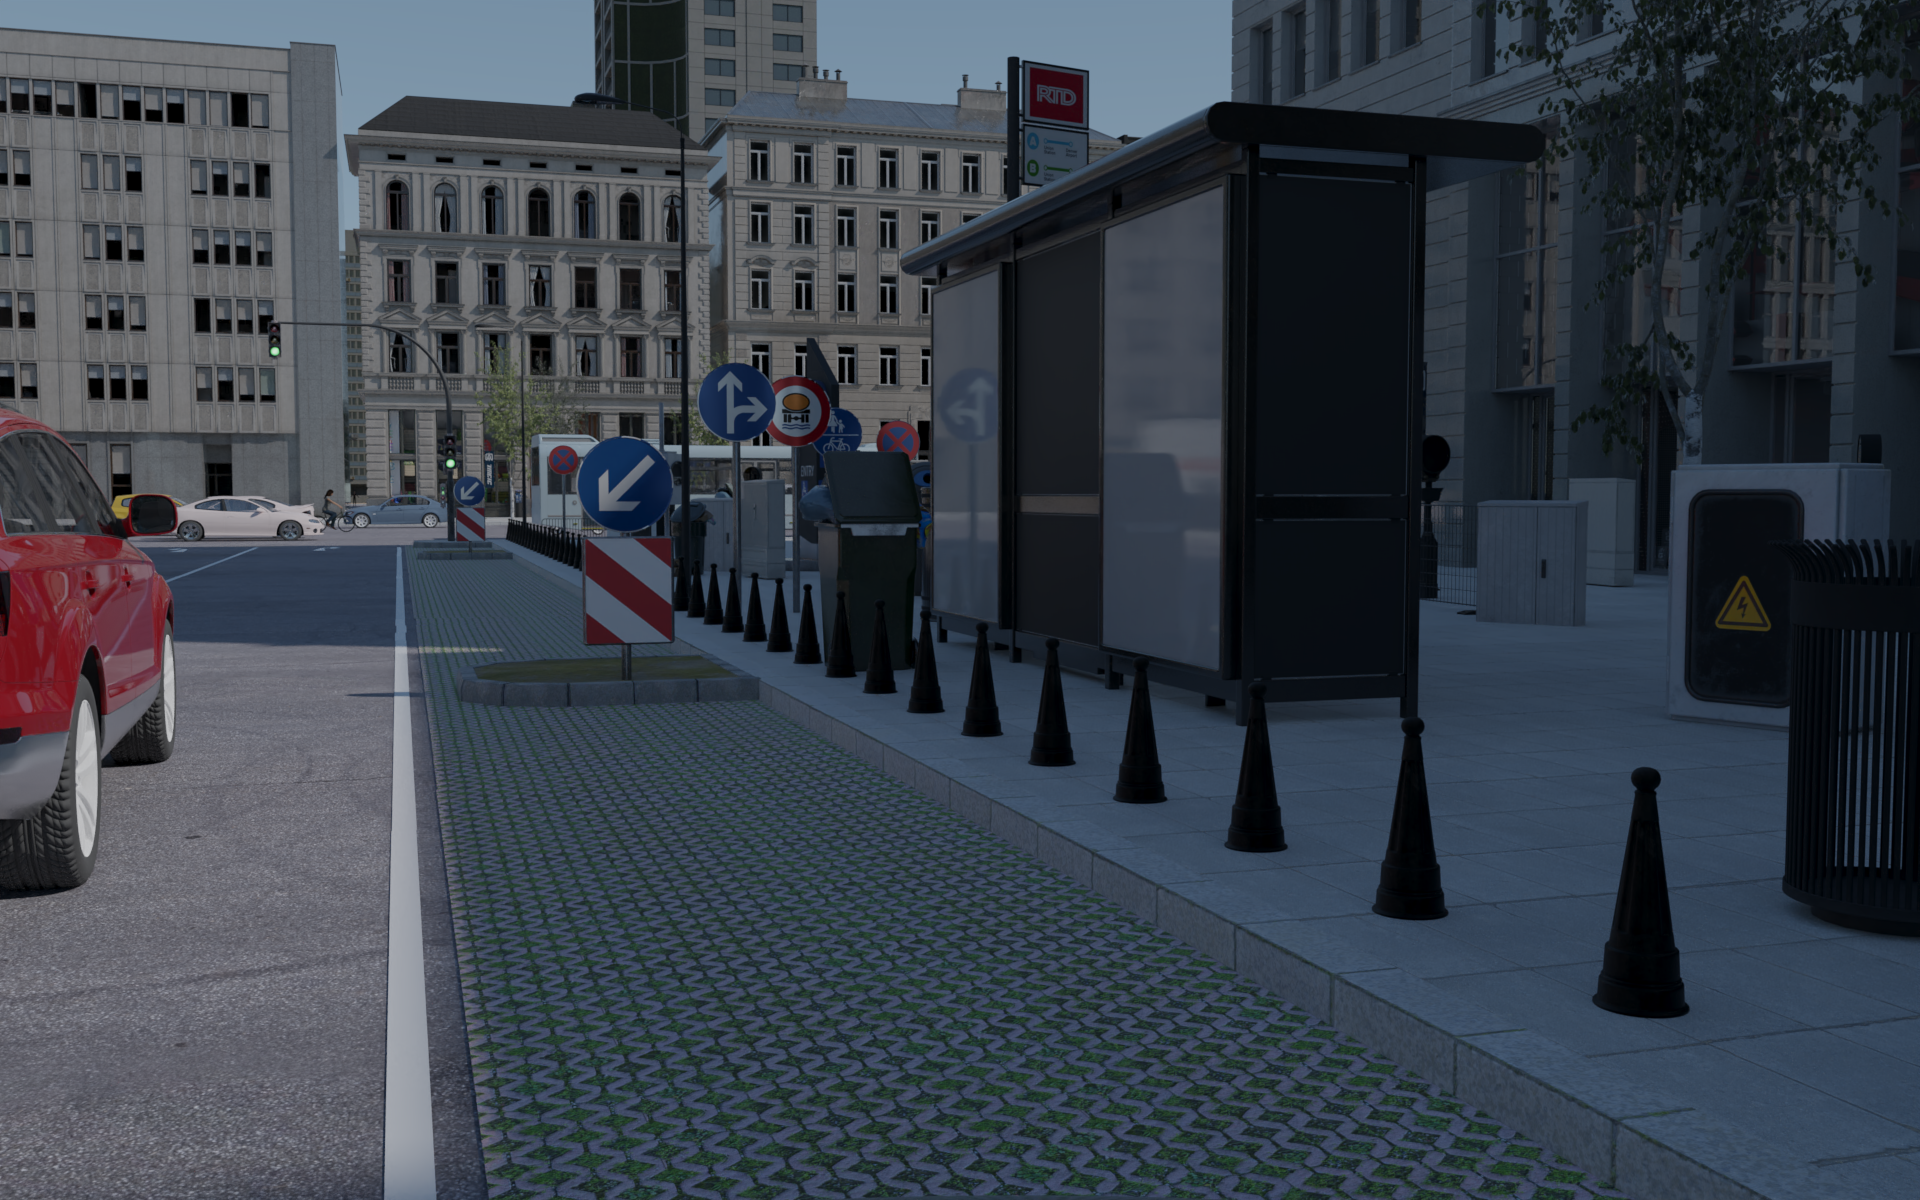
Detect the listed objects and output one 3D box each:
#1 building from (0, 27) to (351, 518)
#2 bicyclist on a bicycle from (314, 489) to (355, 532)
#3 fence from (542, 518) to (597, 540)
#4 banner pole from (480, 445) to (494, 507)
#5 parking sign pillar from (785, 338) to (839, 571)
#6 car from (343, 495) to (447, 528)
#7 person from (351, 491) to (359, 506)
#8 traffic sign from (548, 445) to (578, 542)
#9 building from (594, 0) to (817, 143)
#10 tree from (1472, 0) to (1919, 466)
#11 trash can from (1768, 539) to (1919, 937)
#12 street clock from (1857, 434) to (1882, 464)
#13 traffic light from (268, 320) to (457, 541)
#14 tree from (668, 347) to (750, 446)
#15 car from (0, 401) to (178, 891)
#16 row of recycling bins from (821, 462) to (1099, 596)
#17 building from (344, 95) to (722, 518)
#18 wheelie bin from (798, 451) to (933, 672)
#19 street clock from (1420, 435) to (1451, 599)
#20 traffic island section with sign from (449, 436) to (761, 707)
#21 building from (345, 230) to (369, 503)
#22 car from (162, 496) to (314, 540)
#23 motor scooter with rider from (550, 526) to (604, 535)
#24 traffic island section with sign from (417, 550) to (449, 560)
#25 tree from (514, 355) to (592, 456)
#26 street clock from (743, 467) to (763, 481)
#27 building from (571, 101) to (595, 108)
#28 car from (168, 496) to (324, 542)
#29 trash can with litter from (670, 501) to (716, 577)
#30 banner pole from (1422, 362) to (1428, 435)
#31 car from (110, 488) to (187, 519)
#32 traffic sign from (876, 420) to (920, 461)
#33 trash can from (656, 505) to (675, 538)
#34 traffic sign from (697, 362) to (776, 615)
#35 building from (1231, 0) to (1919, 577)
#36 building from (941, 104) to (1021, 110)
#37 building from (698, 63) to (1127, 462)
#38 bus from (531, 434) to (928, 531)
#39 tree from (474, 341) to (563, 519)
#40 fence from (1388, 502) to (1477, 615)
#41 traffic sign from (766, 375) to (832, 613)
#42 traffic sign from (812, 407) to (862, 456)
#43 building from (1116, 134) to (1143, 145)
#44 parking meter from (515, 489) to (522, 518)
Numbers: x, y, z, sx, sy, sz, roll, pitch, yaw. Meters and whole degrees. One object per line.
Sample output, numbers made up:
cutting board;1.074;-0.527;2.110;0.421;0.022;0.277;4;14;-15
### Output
building;-44.080;-16.893;94.216;19.932;24.808;12.078;-1;4;-18
bicyclist on a bicycle;-23.596;-3.367;65.079;1.625;1.676;1.499;-1;4;-18
fence;-9.264;-1.664;42.575;2.069;0.683;0.278;-1;4;-9
banner pole;-24.148;-6.013;88.323;0.863;3.779;0.401;-2;4;-29
parking sign pillar;-2.443;-2.497;29.305;1.447;3.967;1.447;-2;4;-23
car;-23.788;-3.757;73.433;4.499;1.417;2.014;-1;4;-18
person;-71.580;-11.966;204.659;1.217;1.766;0.721;0;4;3
traffic sign;-10.346;-2.760;45.231;0.768;2.556;0.104;-1;4;-15
building;-26.213;-44.670;168.602;20.563;71.187;20.611;-1;4;-18
tree;5.721;-3.833;13.034;4.360;8.622;3.978;0;3;0
trash can;2.819;0.395;5.194;0.748;1.137;0.748;0;3;0
street clock;11.005;-1.005;21.006;0.358;2.002;0.471;1;4;22
traffic light;-15.824;-4.376;46.208;4.771;5.953;1.251;-1;4;-18
tree;-12.360;-8.355;86.965;4.737;8.622;4.395;0;3;0
car;-4.654;0.076;7.438;2.281;1.827;5.304;-1;4;-19
row of recycling bins;-0.014;-0.914;22.054;3.534;1.692;1.069;0;4;-4
building;-24.447;-16.544;99.373;19.941;23.489;11.050;-1;4;-18
wheelie bin;-0.715;-0.295;12.739;0.980;1.594;0.693;-1;4;-20
street clock;5.753;-1.022;21.280;0.471;2.002;0.358;-1;4;-21
traffic island section with sign;-2.621;-0.241;12.570;1.989;1.847;2.006;-1;4;-18
building;-91.115;-34.579;257.242;23.993;40.220;32.217;-1;4;-18
car;-23.328;-2.656;55.793;4.827;1.381;2.083;-1;4;-19
motor scooter with rider;-13.355;-3.160;60.638;1.986;1.779;0.876;-1;4;-19
traffic island section with sign;-10.993;-1.819;38.364;1.989;1.847;2.006;-1;4;-18
tree;-21.186;-8.594;90.873;4.360;8.622;3.978;0;3;0
street clock;-5.479;-2.526;45.875;0.471;2.002;0.358;1;4;12
building;-34.640;-30.681;185.230;14.154;41.232;14.086;-1;4;-18
car;-22.125;-2.501;53.248;4.827;1.381;2.083;-1;4;-19
trash can with litter;-4.307;-0.965;27.167;0.624;1.170;1.055;1;4;17
banner pole;7.501;-2.363;28.648;0.401;3.779;0.863;3;5;44
car;-27.395;-3.025;59.684;3.980;1.641;2.015;-1;4;-16
traffic sign;-1.082;-1.834;30.085;0.768;2.556;0.104;-1;4;-10
trash can;-7.774;-2.064;45.404;0.748;1.137;0.748;0;3;0
traffic sign;-2.176;-1.027;16.890;0.768;2.556;0.104;-1;4;-15
building;15.661;-15.182;25.726;11.434;29.767;29.804;-1;4;-18
building;-1.660;-33.373;195.758;14.200;45.320;14.600;-1;4;-18
building;-3.446;-18.974;107.495;25.104;27.353;12.463;-1;4;-18
bus;-7.060;-3.765;56.416;13.247;3.499;2.948;-1;4;-20
tree;-21.462;-8.122;83.163;4.737;8.622;4.395;0;3;0
fence;5.317;-0.505;19.464;0.480;1.192;2.264;-1;4;-14
traffic sign;-1.769;-1.136;18.675;0.768;2.556;0.104;-1;4;-13
traffic sign;-1.824;-1.558;25.574;0.768;2.556;0.104;-1;4;-9
building;16.444;-17.348;113.324;15.834;23.373;12.332;-1;4;-18
parking meter;-23.976;-5.240;94.084;0.372;1.533;0.369;0;3;0
